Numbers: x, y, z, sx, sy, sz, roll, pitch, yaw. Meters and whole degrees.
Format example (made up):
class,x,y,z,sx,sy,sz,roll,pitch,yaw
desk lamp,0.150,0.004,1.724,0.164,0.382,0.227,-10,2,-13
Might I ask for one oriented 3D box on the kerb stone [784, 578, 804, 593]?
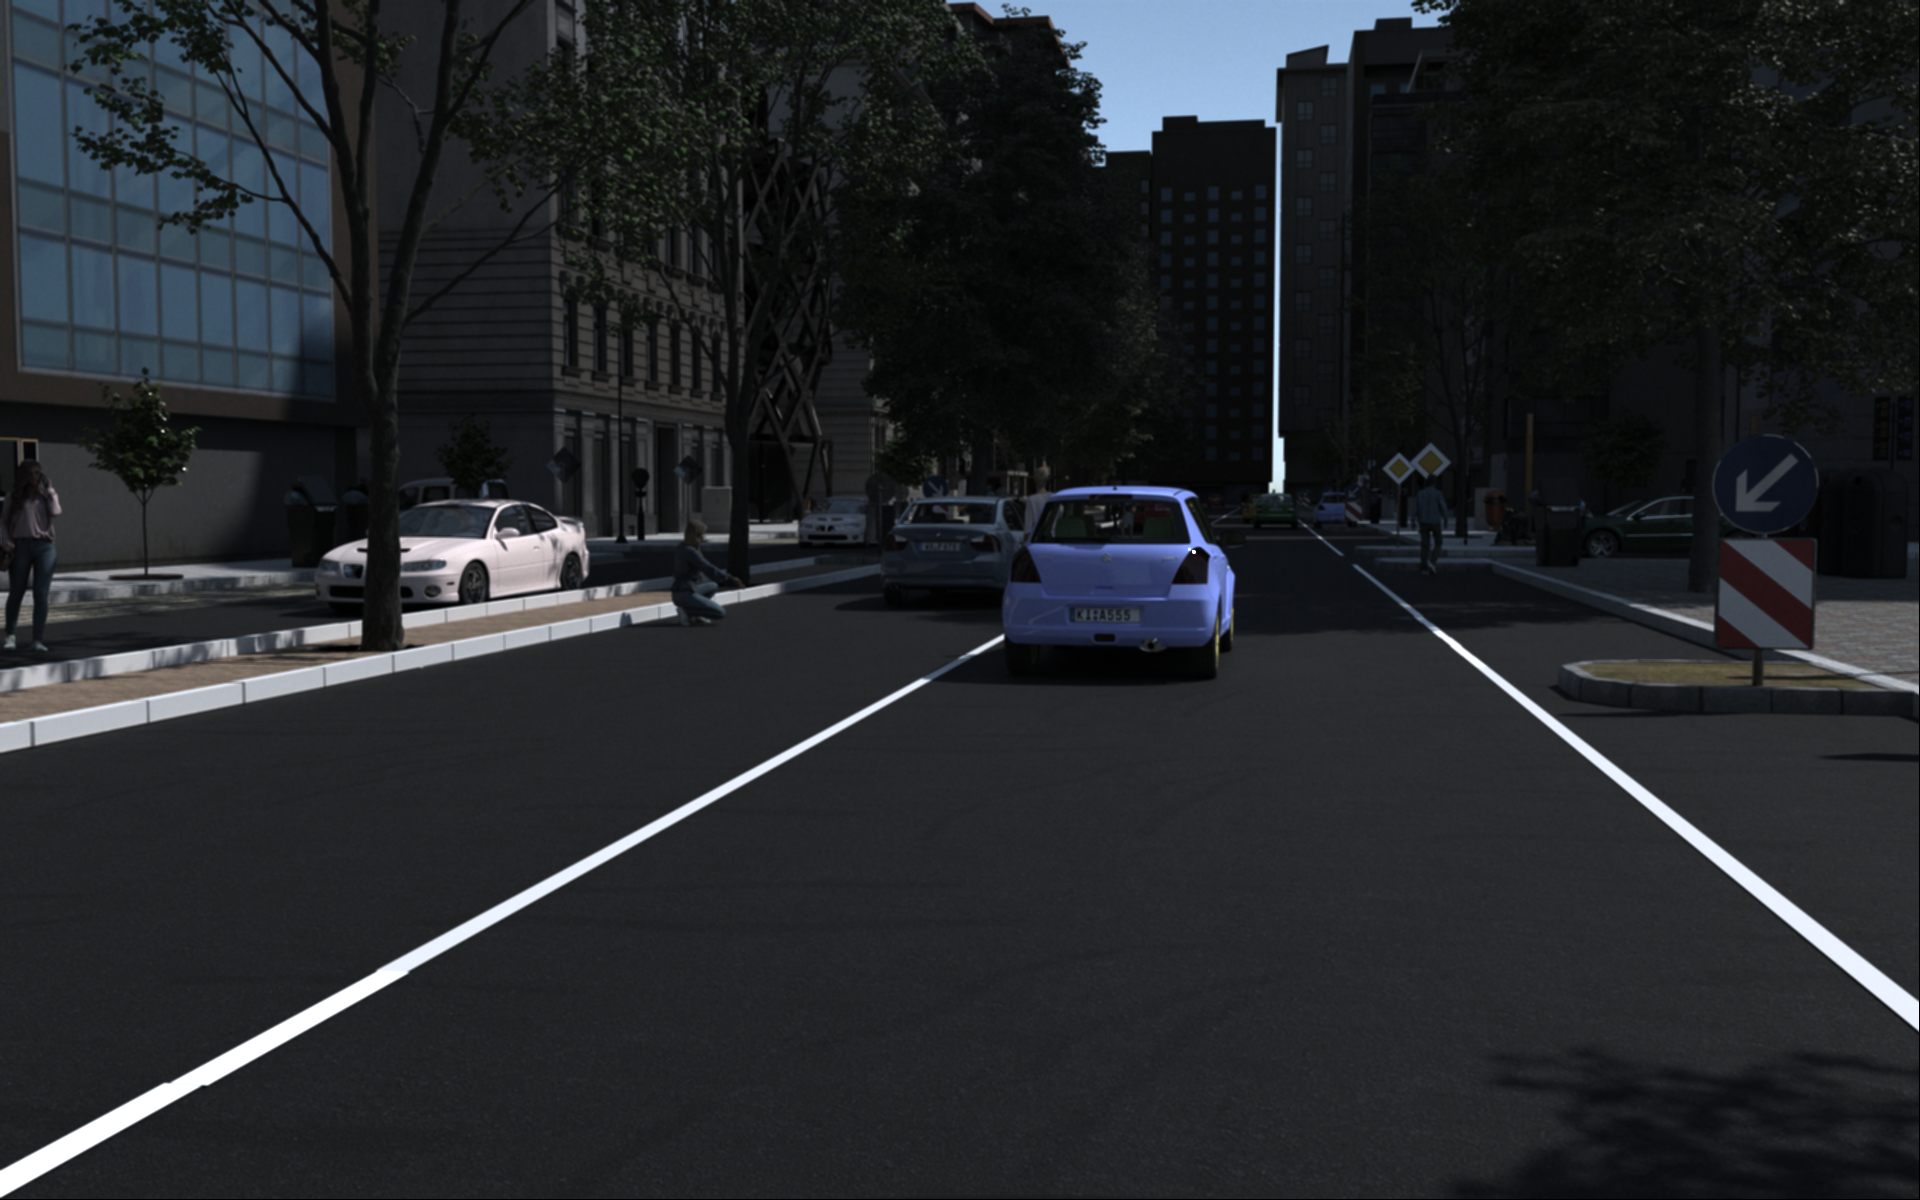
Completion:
class,x,y,z,sx,sy,sz,roll,pitch,yaw
kerb stone,-2.525,-0.197,25.438,0.120,0.150,1.000,1,4,10

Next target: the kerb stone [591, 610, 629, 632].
class,x,y,z,sx,sy,sz,roll,pitch,yaw
kerb stone,-3.775,0.235,18.375,0.120,0.150,1.000,1,4,10

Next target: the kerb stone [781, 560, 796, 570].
class,x,y,z,sx,sy,sz,roll,pitch,yaw
kerb stone,-3.353,-0.652,32.852,0.120,0.150,1.000,1,4,10

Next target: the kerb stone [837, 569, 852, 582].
class,x,y,z,sx,sy,sz,roll,pitch,yaw
kerb stone,-1.989,-0.384,28.478,0.120,0.150,1.000,1,4,10

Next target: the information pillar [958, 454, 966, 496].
class,x,y,z,sx,sy,sz,roll,pitch,yaw
information pillar,0.106,-6.636,99.855,0.504,3.616,0.183,2,4,34

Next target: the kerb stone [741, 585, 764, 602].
class,x,y,z,sx,sy,sz,roll,pitch,yaw
kerb stone,-2.890,-0.069,23.413,0.120,0.150,1.000,1,4,10

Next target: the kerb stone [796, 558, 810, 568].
class,x,y,z,sx,sy,sz,roll,pitch,yaw
kerb stone,-3.173,-0.714,33.863,0.120,0.150,1.000,1,4,10

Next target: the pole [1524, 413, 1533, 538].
class,x,y,z,sx,sy,sz,roll,pitch,yaw
pole,14.385,-3.057,43.829,0.158,3.312,0.155,0,3,0

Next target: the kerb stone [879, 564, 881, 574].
class,x,y,z,sx,sy,sz,roll,pitch,yaw
kerb stone,-1.459,-0.569,31.502,0.120,0.150,1.000,1,4,10

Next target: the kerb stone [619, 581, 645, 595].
class,x,y,z,sx,sy,sz,roll,pitch,yaw
kerb stone,-4.779,-0.158,24.778,0.120,0.150,1.000,1,4,10

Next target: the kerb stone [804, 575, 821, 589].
class,x,y,z,sx,sy,sz,roll,pitch,yaw
kerb stone,-2.351,-0.260,26.448,0.120,0.150,1.000,1,4,10

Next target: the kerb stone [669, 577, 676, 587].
class,x,y,z,sx,sy,sz,roll,pitch,yaw
kerb stone,-4.421,-0.281,26.795,0.120,0.150,1.000,1,4,10

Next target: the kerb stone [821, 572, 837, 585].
class,x,y,z,sx,sy,sz,roll,pitch,yaw
kerb stone,-2.178,-0.316,27.462,0.120,0.150,1.000,1,4,10

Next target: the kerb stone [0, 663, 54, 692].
class,x,y,z,sx,sy,sz,roll,pitch,yaw
kerb stone,-6.921,0.583,12.670,0.120,0.150,1.000,1,4,10

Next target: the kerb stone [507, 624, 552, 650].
class,x,y,z,sx,sy,sz,roll,pitch,yaw
kerb stone,-4.139,0.358,16.358,0.120,0.150,1.000,1,4,10

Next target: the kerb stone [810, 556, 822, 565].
class,x,y,z,sx,sy,sz,roll,pitch,yaw
kerb stone,-3.008,-0.772,34.872,0.120,0.150,1.000,1,4,10

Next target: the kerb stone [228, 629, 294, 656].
class,x,y,z,sx,sy,sz,roll,pitch,yaw
kerb stone,-6.385,0.398,15.688,0.120,0.150,1.000,1,4,10

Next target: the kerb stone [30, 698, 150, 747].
class,x,y,z,sx,sy,sz,roll,pitch,yaw
kerb stone,-5.208,0.732,10.301,0.120,0.150,1.000,1,4,10

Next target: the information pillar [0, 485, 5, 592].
class,x,y,z,sx,sy,sz,roll,pitch,yaw
information pillar,-12.506,-1.115,22.729,0.304,2.012,0.304,-3,5,-41

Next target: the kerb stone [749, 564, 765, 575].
class,x,y,z,sx,sy,sz,roll,pitch,yaw
kerb stone,-3.718,-0.523,30.828,0.120,0.150,1.000,1,4,10

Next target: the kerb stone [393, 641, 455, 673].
class,x,y,z,sx,sy,sz,roll,pitch,yaw
kerb stone,-4.493,0.480,14.342,0.120,0.150,1.000,1,4,10

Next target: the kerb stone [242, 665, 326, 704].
class,x,y,z,sx,sy,sz,roll,pitch,yaw
kerb stone,-4.847,0.604,12.315,0.120,0.150,1.000,1,4,10

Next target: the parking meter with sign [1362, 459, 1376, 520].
class,x,y,z,sx,sy,sz,roll,pitch,yaw
parking meter with sign,20.653,-5.584,87.557,0.543,3.016,1.738,0,4,4

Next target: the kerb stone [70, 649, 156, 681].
class,x,y,z,sx,sy,sz,roll,pitch,yaw
kerb stone,-6.744,0.523,13.676,0.120,0.150,1.000,1,4,10

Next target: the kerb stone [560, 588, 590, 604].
class,x,y,z,sx,sy,sz,roll,pitch,yaw
kerb stone,-5.141,-0.035,22.762,0.120,0.150,1.000,1,4,10

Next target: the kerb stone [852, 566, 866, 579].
class,x,y,z,sx,sy,sz,roll,pitch,yaw
kerb stone,-1.816,-0.446,29.485,0.120,0.150,1.000,1,4,10

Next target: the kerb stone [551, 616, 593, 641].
class,x,y,z,sx,sy,sz,roll,pitch,yaw
kerb stone,-3.958,0.297,17.369,0.120,0.150,1.000,1,4,10

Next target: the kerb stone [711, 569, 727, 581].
class,x,y,z,sx,sy,sz,roll,pitch,yaw
kerb stone,-4.066,-0.404,28.808,0.120,0.150,1.000,1,4,10

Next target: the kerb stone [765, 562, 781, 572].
class,x,y,z,sx,sy,sz,roll,pitch,yaw
kerb stone,-3.533,-0.590,31.837,0.120,0.150,1.000,1,4,10

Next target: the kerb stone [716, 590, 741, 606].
class,x,y,z,sx,sy,sz,roll,pitch,yaw
kerb stone,-3.076,-0.013,22.408,0.120,0.150,1.000,1,4,10

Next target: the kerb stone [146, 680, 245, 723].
class,x,y,z,sx,sy,sz,roll,pitch,yaw
kerb stone,-5.030,0.671,11.308,0.120,0.150,1.000,1,4,10

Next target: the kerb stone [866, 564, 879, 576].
class,x,y,z,sx,sy,sz,roll,pitch,yaw
kerb stone,-1.648,-0.508,30.493,0.120,0.150,1.000,1,4,10

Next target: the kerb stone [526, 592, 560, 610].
class,x,y,z,sx,sy,sz,roll,pitch,yaw
kerb stone,-5.315,0.027,21.755,0.120,0.150,1.000,1,4,10

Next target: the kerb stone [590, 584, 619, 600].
class,x,y,z,sx,sy,sz,roll,pitch,yaw
kerb stone,-4.956,-0.096,23.771,0.120,0.150,1.000,1,4,10

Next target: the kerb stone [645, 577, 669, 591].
class,x,y,z,sx,sy,sz,roll,pitch,yaw
kerb stone,-4.600,-0.220,25.789,0.120,0.150,1.000,1,4,10

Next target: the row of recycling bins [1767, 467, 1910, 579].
class,x,y,z,sx,sy,sz,roll,pitch,yaw
row of recycling bins,14.064,-1.266,27.807,1.069,1.692,3.534,0,4,2

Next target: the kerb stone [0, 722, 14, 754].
class,x,y,z,sx,sy,sz,roll,pitch,yaw
kerb stone,-5.391,0.793,9.290,0.120,0.150,1.000,1,4,10

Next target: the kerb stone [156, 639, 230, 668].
class,x,y,z,sx,sy,sz,roll,pitch,yaw
kerb stone,-6.562,0.460,14.682,0.120,0.150,1.000,1,4,10

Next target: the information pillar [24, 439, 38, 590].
class,x,y,z,sx,sy,sz,roll,pitch,yaw
information pillar,-12.585,-1.147,23.252,0.304,2.012,0.304,1,4,14

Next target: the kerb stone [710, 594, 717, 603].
class,x,y,z,sx,sy,sz,roll,pitch,yaw
kerb stone,-3.252,0.049,21.401,0.120,0.150,1.000,1,4,10

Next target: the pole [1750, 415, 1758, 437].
class,x,y,z,sx,sy,sz,roll,pitch,yaw
pole,20.521,-3.119,44.843,0.158,3.312,0.155,0,3,0

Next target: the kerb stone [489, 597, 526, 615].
class,x,y,z,sx,sy,sz,roll,pitch,yaw
kerb stone,-5.499,0.088,20.750,0.120,0.150,1.000,1,4,10

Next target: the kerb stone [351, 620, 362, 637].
class,x,y,z,sx,sy,sz,roll,pitch,yaw
kerb stone,-6.035,0.279,17.721,0.120,0.150,1.000,1,4,10

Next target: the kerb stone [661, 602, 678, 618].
class,x,y,z,sx,sy,sz,roll,pitch,yaw
kerb stone,-3.420,0.113,20.388,0.120,0.150,1.000,1,4,10

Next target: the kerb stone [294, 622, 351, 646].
class,x,y,z,sx,sy,sz,roll,pitch,yaw
kerb stone,-6.210,0.336,16.698,0.120,0.150,1.000,1,4,10

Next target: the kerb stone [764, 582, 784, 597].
class,x,y,z,sx,sy,sz,roll,pitch,yaw
kerb stone,-2.717,-0.132,24.420,0.120,0.150,1.000,1,4,10

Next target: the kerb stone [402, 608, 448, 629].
class,x,y,z,sx,sy,sz,roll,pitch,yaw
kerb stone,-5.852,0.212,18.726,0.120,0.150,1.000,1,4,10

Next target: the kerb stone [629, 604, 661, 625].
class,x,y,z,sx,sy,sz,roll,pitch,yaw
kerb stone,-3.601,0.173,19.382,0.120,0.150,1.000,1,4,10

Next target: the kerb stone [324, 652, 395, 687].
class,x,y,z,sx,sy,sz,roll,pitch,yaw
kerb stone,-4.672,0.542,13.328,0.120,0.150,1.000,1,4,10

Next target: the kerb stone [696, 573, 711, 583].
class,x,y,z,sx,sy,sz,roll,pitch,yaw
kerb stone,-4.250,-0.343,27.802,0.120,0.150,1.000,1,4,10

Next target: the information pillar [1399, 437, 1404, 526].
class,x,y,z,sx,sy,sz,roll,pitch,yaw
information pillar,17.955,-4.841,70.507,0.183,3.616,0.504,2,4,29

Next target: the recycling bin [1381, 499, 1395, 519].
class,x,y,z,sx,sy,sz,roll,pitch,yaw
recycling bin,22.499,-4.810,91.200,0.722,1.027,0.722,1,4,23

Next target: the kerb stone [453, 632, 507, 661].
class,x,y,z,sx,sy,sz,roll,pitch,yaw
kerb stone,-4.314,0.419,15.349,0.120,0.150,1.000,1,4,10

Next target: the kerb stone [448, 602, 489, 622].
class,x,y,z,sx,sy,sz,roll,pitch,yaw
kerb stone,-5.672,0.151,19.736,0.120,0.150,1.000,1,4,10
